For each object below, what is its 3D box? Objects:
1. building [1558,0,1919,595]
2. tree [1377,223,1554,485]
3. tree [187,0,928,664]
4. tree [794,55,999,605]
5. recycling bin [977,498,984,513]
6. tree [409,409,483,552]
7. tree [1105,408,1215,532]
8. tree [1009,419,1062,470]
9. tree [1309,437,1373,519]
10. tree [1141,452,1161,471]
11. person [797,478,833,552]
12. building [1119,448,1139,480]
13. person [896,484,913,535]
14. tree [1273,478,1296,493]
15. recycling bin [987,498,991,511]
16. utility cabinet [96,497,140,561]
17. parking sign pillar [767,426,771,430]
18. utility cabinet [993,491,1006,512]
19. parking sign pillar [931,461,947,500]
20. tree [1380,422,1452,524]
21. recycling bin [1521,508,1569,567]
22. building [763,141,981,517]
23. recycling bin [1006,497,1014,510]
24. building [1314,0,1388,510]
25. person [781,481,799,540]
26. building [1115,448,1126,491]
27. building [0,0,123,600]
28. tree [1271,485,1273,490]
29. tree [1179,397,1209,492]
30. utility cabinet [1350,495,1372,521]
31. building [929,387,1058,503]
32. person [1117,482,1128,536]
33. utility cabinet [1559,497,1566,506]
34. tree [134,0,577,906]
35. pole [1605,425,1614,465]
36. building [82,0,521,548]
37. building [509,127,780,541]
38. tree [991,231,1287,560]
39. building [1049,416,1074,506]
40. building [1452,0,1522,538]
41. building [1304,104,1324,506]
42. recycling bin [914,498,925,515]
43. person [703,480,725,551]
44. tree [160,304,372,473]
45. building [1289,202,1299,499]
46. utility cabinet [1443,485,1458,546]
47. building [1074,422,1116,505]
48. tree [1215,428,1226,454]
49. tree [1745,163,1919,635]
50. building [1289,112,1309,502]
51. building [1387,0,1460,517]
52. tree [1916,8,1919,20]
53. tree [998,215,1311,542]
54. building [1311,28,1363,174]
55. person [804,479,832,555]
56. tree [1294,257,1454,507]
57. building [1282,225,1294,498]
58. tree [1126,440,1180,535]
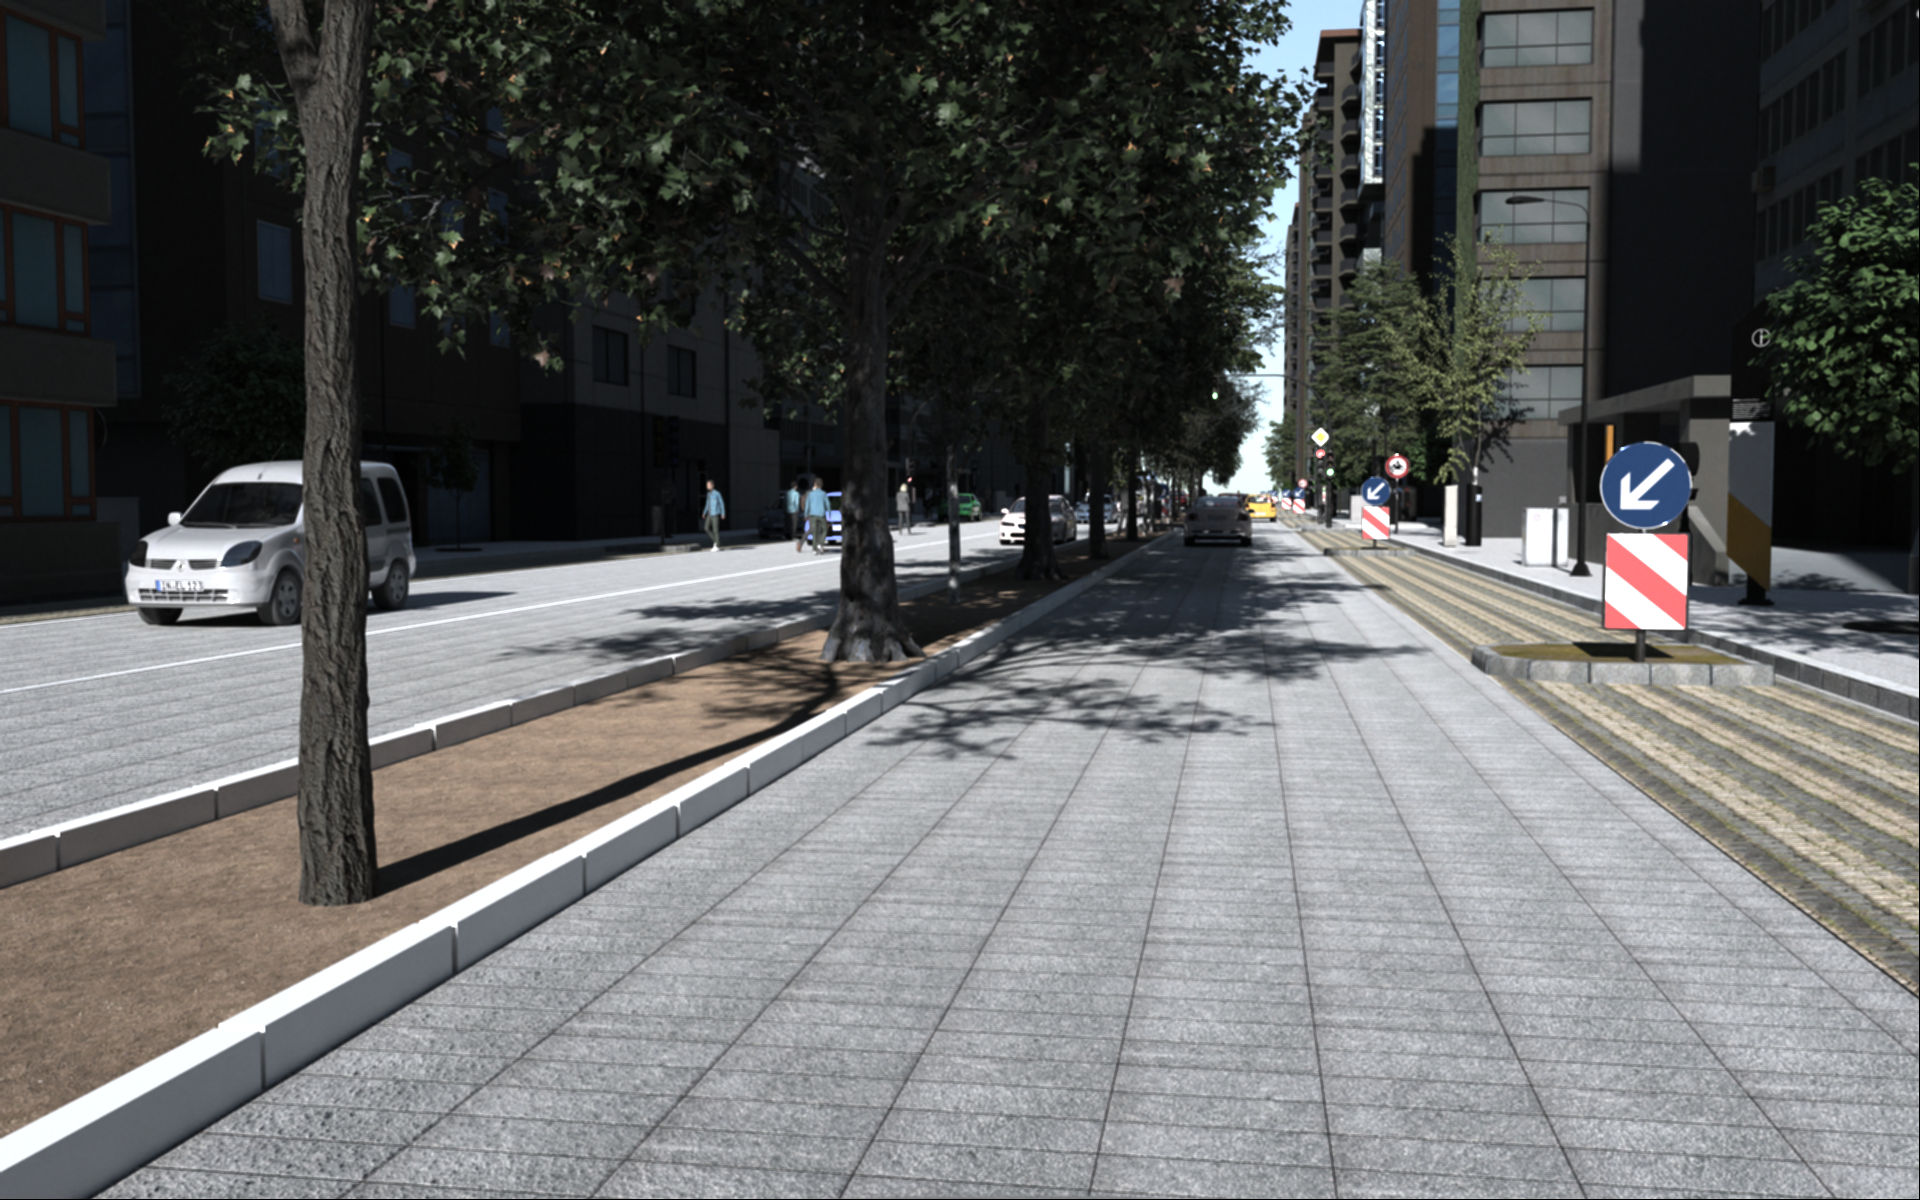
[{"bbox_3d":[27.447,-20.493,26.943,32.217,40.220,23.993,1,4,9],"label":"building"},{"bbox_3d":[13.767,-5.909,46.970,4.737,8.622,4.395,0,3,0],"label":"tree"},{"bbox_3d":[-0.820,-5.819,14.600,9.611,12.733,9.660,0,3,0],"label":"tree"},{"bbox_3d":[-0.095,-4.217,21.772,4.360,8.622,3.978,0,3,0],"label":"tree"},{"bbox_3d":[1.146,-6.476,118.434,0.722,1.027,0.722,-3,5,-44],"label":"recycling bin"},{"bbox_3d":[-11.273,-2.721,39.088,1.663,3.219,1.824,0,3,0],"label":"tree"},{"bbox_3d":[7.230,-6.880,65.307,4.737,8.622,4.395,0,3,0],"label":"tree"},{"bbox_3d":[6.807,-11.920,145.250,4.737,8.622,4.395,0,3,0],"label":"tree"},{"bbox_3d":[21.002,-6.559,90.959,4.285,4.588,4.351,0,3,0],"label":"tree"},{"bbox_3d":[32.978,-23.363,307.734,9.928,11.665,9.643,0,3,0],"label":"tree"},{"bbox_3d":[-3.575,-2.082,42.499,0.822,1.834,0.622,2,4,27],"label":"person"},{"bbox_3d":[19.091,-40.802,290.821,21.300,48.544,21.600,1,4,9],"label":"building"},{"bbox_3d":[-1.971,-3.172,60.542,0.537,1.800,0.526,2,4,32],"label":"person"},{"bbox_3d":[41.067,-13.716,218.853,1.663,3.219,1.824,0,3,0],"label":"tree"},{"bbox_3d":[2.205,-6.822,124.094,0.722,1.027,0.722,2,4,30],"label":"recycling bin"},{"bbox_3d":[-16.166,-1.335,32.986,0.306,1.237,1.020,2,4,28],"label":"utility cabinet"},{"bbox_3d":[-7.841,-4.892,68.451,1.447,3.967,1.447,1,4,12],"label":"parking sign pillar"},{"bbox_3d":[2.793,-6.971,122.657,0.318,1.500,1.173,3,4,37],"label":"utility cabinet"},{"bbox_3d":[-1.479,-9.487,143.583,1.447,3.967,1.447,2,4,31],"label":"parking sign pillar"},{"bbox_3d":[20.738,-5.536,74.219,4.285,4.588,4.351,0,3,0],"label":"tree"},{"bbox_3d":[10.421,-1.119,30.857,0.722,1.027,0.722,1,4,12],"label":"recycling bin"},{"bbox_3d":[-15.286,-26.330,122.372,32.217,40.220,23.993,1,4,9],"label":"building"},{"bbox_3d":[3.930,-7.858,141.026,0.722,1.027,0.722,3,5,44],"label":"recycling bin"},{"bbox_3d":[38.739,-49.876,128.144,22.319,86.520,31.000,1,4,9],"label":"building"},{"bbox_3d":[-5.216,-2.730,53.161,0.660,1.820,0.620,2,4,28],"label":"person"},{"bbox_3d":[13.908,-39.477,265.051,23.786,49.044,30.456,1,4,9],"label":"building"},{"bbox_3d":[-27.707,-10.187,11.605,27.650,21.520,28.899,1,4,9],"label":"building"},{"bbox_3d":[53.397,-18.316,294.064,1.663,3.219,1.824,0,3,0],"label":"tree"},{"bbox_3d":[6.443,-6.557,60.031,4.360,8.622,3.978,0,3,0],"label":"tree"},{"bbox_3d":[19.214,-4.391,82.948,1.020,1.237,0.306,0,4,2],"label":"utility cabinet"},{"bbox_3d":[-1.453,-44.259,161.882,20.563,71.187,20.611,1,4,9],"label":"building"},{"bbox_3d":[5.661,-3.113,59.207,0.655,1.846,0.447,2,4,30],"label":"person"},{"bbox_3d":[15.296,-1.937,42.824,1.020,1.237,0.306,-2,4,-25],"label":"utility cabinet"},{"bbox_3d":[-2.272,-4.195,5.456,8.767,10.594,7.601,1,4,9],"label":"tree"},{"bbox_3d":[16.865,-3.132,45.051,0.158,3.312,0.155,0,3,0],"label":"pole"},{"bbox_3d":[-19.806,-23.872,40.425,14.600,45.320,14.200,1,4,9],"label":"building"},{"bbox_3d":[-18.786,-37.814,56.513,20.611,71.187,20.563,1,4,9],"label":"building"},{"bbox_3d":[3.045,-7.123,37.053,7.486,12.596,7.792,0,3,0],"label":"tree"},{"bbox_3d":[1.848,-53.488,187.201,22.319,86.520,31.000,1,4,9],"label":"building"},{"bbox_3d":[22.983,-22.715,54.986,14.154,41.232,14.086,1,4,9],"label":"building"},{"bbox_3d":[43.797,-30.596,183.838,14.154,41.232,14.086,1,4,9],"label":"building"},{"bbox_3d":[-2.488,-5.883,108.737,0.722,1.027,0.722,1,4,9],"label":"recycling bin"},{"bbox_3d":[-6.181,-2.125,43.591,0.444,1.785,0.601,-3,5,-41],"label":"person"},{"bbox_3d":[-11.952,-2.832,30.022,4.285,4.588,4.351,0,3,0],"label":"tree"},{"bbox_3d":[59.452,-36.570,252.540,22.147,44.769,28.867,1,4,9],"label":"building"},{"bbox_3d":[12.039,-2.073,42.567,0.318,1.500,1.173,1,4,14],"label":"utility cabinet"},{"bbox_3d":[14.260,-28.784,242.316,14.160,30.474,14.107,1,4,9],"label":"building"},{"bbox_3d":[16.023,-10.057,117.255,4.737,8.622,4.395,0,3,0],"label":"tree"},{"bbox_3d":[9.133,-1.984,16.156,4.285,4.588,4.351,0,3,0],"label":"tree"},{"bbox_3d":[45.851,-33.522,198.192,14.600,45.320,14.200,1,4,9],"label":"building"},{"bbox_3d":[32.151,-27.487,99.528,14.600,45.320,14.200,1,4,9],"label":"building"},{"bbox_3d":[6.652,-3.520,7.908,4.360,8.622,3.978,0,3,0],"label":"tree"},{"bbox_3d":[5.160,-8.495,51.713,12.009,13.543,11.850,0,3,0],"label":"tree"},{"bbox_3d":[44.171,-31.025,161.878,22.147,44.769,28.867,1,4,9],"label":"building"},{"bbox_3d":[-3.350,-1.961,40.902,0.601,1.785,0.444,1,4,13],"label":"person"},{"bbox_3d":[20.524,-10.097,83.219,7.486,12.596,7.792,0,3,0],"label":"tree"},{"bbox_3d":[65.603,-40.844,291.495,21.300,48.544,21.600,1,4,9],"label":"building"},{"bbox_3d":[3.307,-5.529,43.221,4.360,8.622,3.978,0,3,0],"label":"tree"}]
